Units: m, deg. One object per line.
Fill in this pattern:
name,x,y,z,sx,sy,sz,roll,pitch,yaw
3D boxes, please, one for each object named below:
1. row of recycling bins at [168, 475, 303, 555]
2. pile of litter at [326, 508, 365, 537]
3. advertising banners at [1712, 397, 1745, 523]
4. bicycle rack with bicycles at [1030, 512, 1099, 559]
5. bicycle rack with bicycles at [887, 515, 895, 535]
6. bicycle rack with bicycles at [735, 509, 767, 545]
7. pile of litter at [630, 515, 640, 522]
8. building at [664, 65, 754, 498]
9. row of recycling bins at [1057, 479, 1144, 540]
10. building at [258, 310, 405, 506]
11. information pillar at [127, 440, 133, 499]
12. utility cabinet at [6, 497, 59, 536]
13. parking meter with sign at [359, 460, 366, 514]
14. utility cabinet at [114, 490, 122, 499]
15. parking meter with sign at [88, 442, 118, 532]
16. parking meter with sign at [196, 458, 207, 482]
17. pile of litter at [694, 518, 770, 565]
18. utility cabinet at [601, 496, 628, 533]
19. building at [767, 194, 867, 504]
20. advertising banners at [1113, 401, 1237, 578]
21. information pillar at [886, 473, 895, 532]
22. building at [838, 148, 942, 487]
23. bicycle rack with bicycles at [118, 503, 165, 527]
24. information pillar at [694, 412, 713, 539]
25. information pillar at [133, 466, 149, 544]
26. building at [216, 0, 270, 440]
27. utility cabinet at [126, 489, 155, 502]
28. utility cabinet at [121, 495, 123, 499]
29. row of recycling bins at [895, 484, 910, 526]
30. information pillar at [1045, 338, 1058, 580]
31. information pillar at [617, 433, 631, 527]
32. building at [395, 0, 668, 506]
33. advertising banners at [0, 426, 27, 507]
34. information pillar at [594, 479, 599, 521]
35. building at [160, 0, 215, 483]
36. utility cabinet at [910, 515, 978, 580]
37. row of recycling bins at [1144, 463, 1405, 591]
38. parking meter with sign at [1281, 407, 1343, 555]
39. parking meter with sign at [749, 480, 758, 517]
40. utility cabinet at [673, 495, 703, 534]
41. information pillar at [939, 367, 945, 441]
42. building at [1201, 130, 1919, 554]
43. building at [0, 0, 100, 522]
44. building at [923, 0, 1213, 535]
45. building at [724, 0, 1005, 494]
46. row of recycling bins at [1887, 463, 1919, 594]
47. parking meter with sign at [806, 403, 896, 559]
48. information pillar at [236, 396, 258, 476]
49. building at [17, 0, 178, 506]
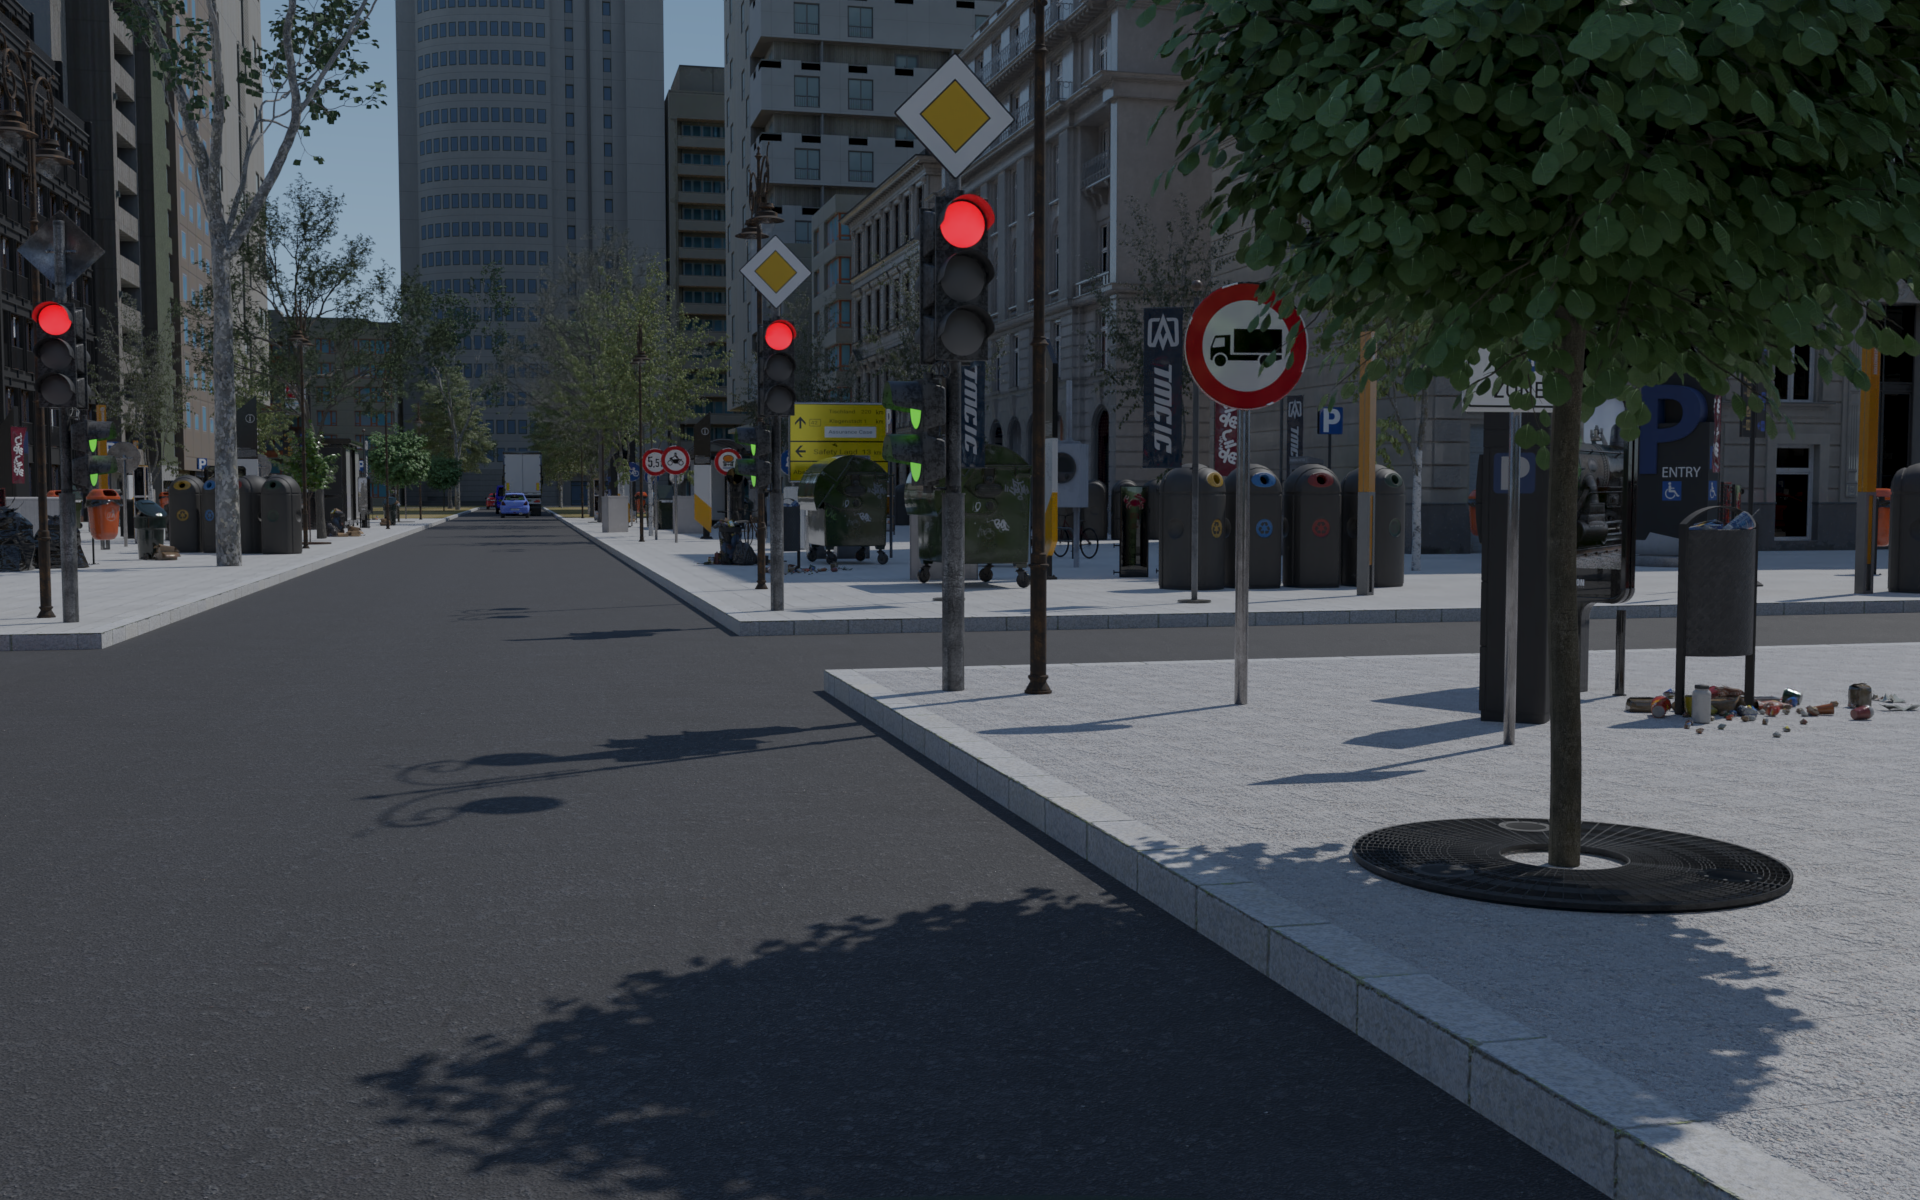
row of recycling bins,-15.763,-1.869,37.675,3.534,1.692,1.069,2,4,24
pile of litter,-18.581,-2.352,52.422,1.176,0.858,1.719,1,4,22
advertising banners,9.910,-1.602,22.384,0.090,3.025,2.074,2,4,34
bicycle rack with bicycles,1.102,-1.313,34.842,2.852,0.926,2.925,-2,4,-26
bicycle rack with bicycles,-3.211,-2.526,54.677,2.852,0.926,2.925,-1,4,-11
bicycle rack with bicycles,-4.459,-1.843,43.508,2.852,0.926,2.925,0,4,5
pile of litter,-15.420,-4.010,79.536,1.719,0.858,1.176,-1,4,-17
building,-23.961,-35.342,201.549,21.600,48.544,21.300,-1,4,-14
row of recycling bins,4.204,-2.534,48.545,3.534,1.692,1.069,0,4,-8
building,-77.118,-21.254,192.540,28.899,21.520,27.650,-1,4,-14
information pillar,-36.160,-5.148,75.525,0.183,3.616,0.504,0,4,6
utility cabinet,-19.520,-1.551,36.517,1.020,1.237,0.306,-2,4,-30
parking meter with sign,-30.882,-5.653,88.694,0.543,3.016,1.738,0,4,-2
utility cabinet,-41.559,-4.723,85.899,1.173,1.500,0.318,3,4,38
parking meter with sign,-28.799,-3.781,58.082,1.738,3.016,0.543,3,5,44
parking meter with sign,-36.017,-5.346,83.672,1.738,3.016,0.543,2,4,27
pile of litter,-4.067,-1.078,31.588,1.176,0.858,1.719,-3,5,-43
utility cabinet,-11.544,-2.861,57.945,0.306,1.237,1.020,2,4,30
building,2.687,-16.662,117.469,27.650,21.520,28.899,-1,4,-14
advertising banners,3.396,-1.861,26.622,2.074,3.025,0.090,0,4,-5
information pillar,-2.398,-3.345,59.182,0.304,2.012,0.304,1,4,12
building,0.783,-13.628,87.438,10.561,19.102,19.286,-1,4,-14
bicycle rack with bicycles,-32.337,-3.333,67.876,2.852,0.926,2.925,0,4,7
information pillar,-7.329,-3.550,49.405,0.504,3.616,0.183,0,4,1
information pillar,-21.188,-2.467,44.821,0.304,2.012,0.304,-1,4,-11
building,-67.338,-32.989,128.606,27.495,52.752,28.713,-1,4,-14
utility cabinet,-36.208,-4.150,76.524,1.173,1.500,0.318,-1,4,-20
utility cabinet,-39.355,-4.363,82.497,1.020,1.237,0.306,-1,4,-16
row of recycling bins,-3.608,-3.926,71.307,3.534,1.692,1.069,1,4,21
information pillar,1.347,-2.111,25.872,0.183,3.616,0.504,-1,4,-14
information pillar,-12.942,-4.608,66.692,0.504,3.616,0.183,-3,5,-44
building,-48.182,-39.955,195.265,28.212,58.520,21.231,-1,4,-14
advertising banners,-24.507,-2.925,44.006,0.090,3.025,2.074,1,4,18
information pillar,-17.555,-4.856,83.895,0.304,2.012,0.304,0,4,1
building,-53.855,-27.846,105.399,14.600,45.320,14.200,-1,4,-14
utility cabinet,-0.243,-0.907,25.986,1.020,1.237,0.306,0,4,-2
row of recycling bins,4.408,-1.020,23.784,3.534,1.692,1.069,-1,4,-16
parking meter with sign,7.103,-2.397,35.453,0.543,3.016,1.738,-1,4,-21
parking meter with sign,-11.011,-5.932,93.250,0.543,3.016,1.738,-3,5,-43
utility cabinet,-8.781,-2.753,56.173,1.020,1.237,0.306,0,4,2
information pillar,-0.170,-2.472,31.767,0.183,3.616,0.504,-3,4,-38
building,19.967,-15.115,44.390,25.104,27.353,12.463,-1,4,-14
building,-44.461,-14.815,71.910,12.332,23.373,15.834,-1,4,-14
building,7.716,-13.734,66.348,13.314,21.916,24.055,-1,4,-14
building,-4.544,-33.913,143.720,28.713,52.752,27.495,-1,4,-14
row of recycling bins,13.804,-0.976,23.069,3.534,1.692,1.069,-1,4,-21
parking meter with sign,-2.178,-2.335,34.434,1.738,3.016,0.543,-1,4,-16
information pillar,-16.862,-3.038,41.025,0.504,3.616,0.183,-1,4,-19
building,-50.752,-19.588,91.963,14.160,30.474,14.107,-1,4,-14
